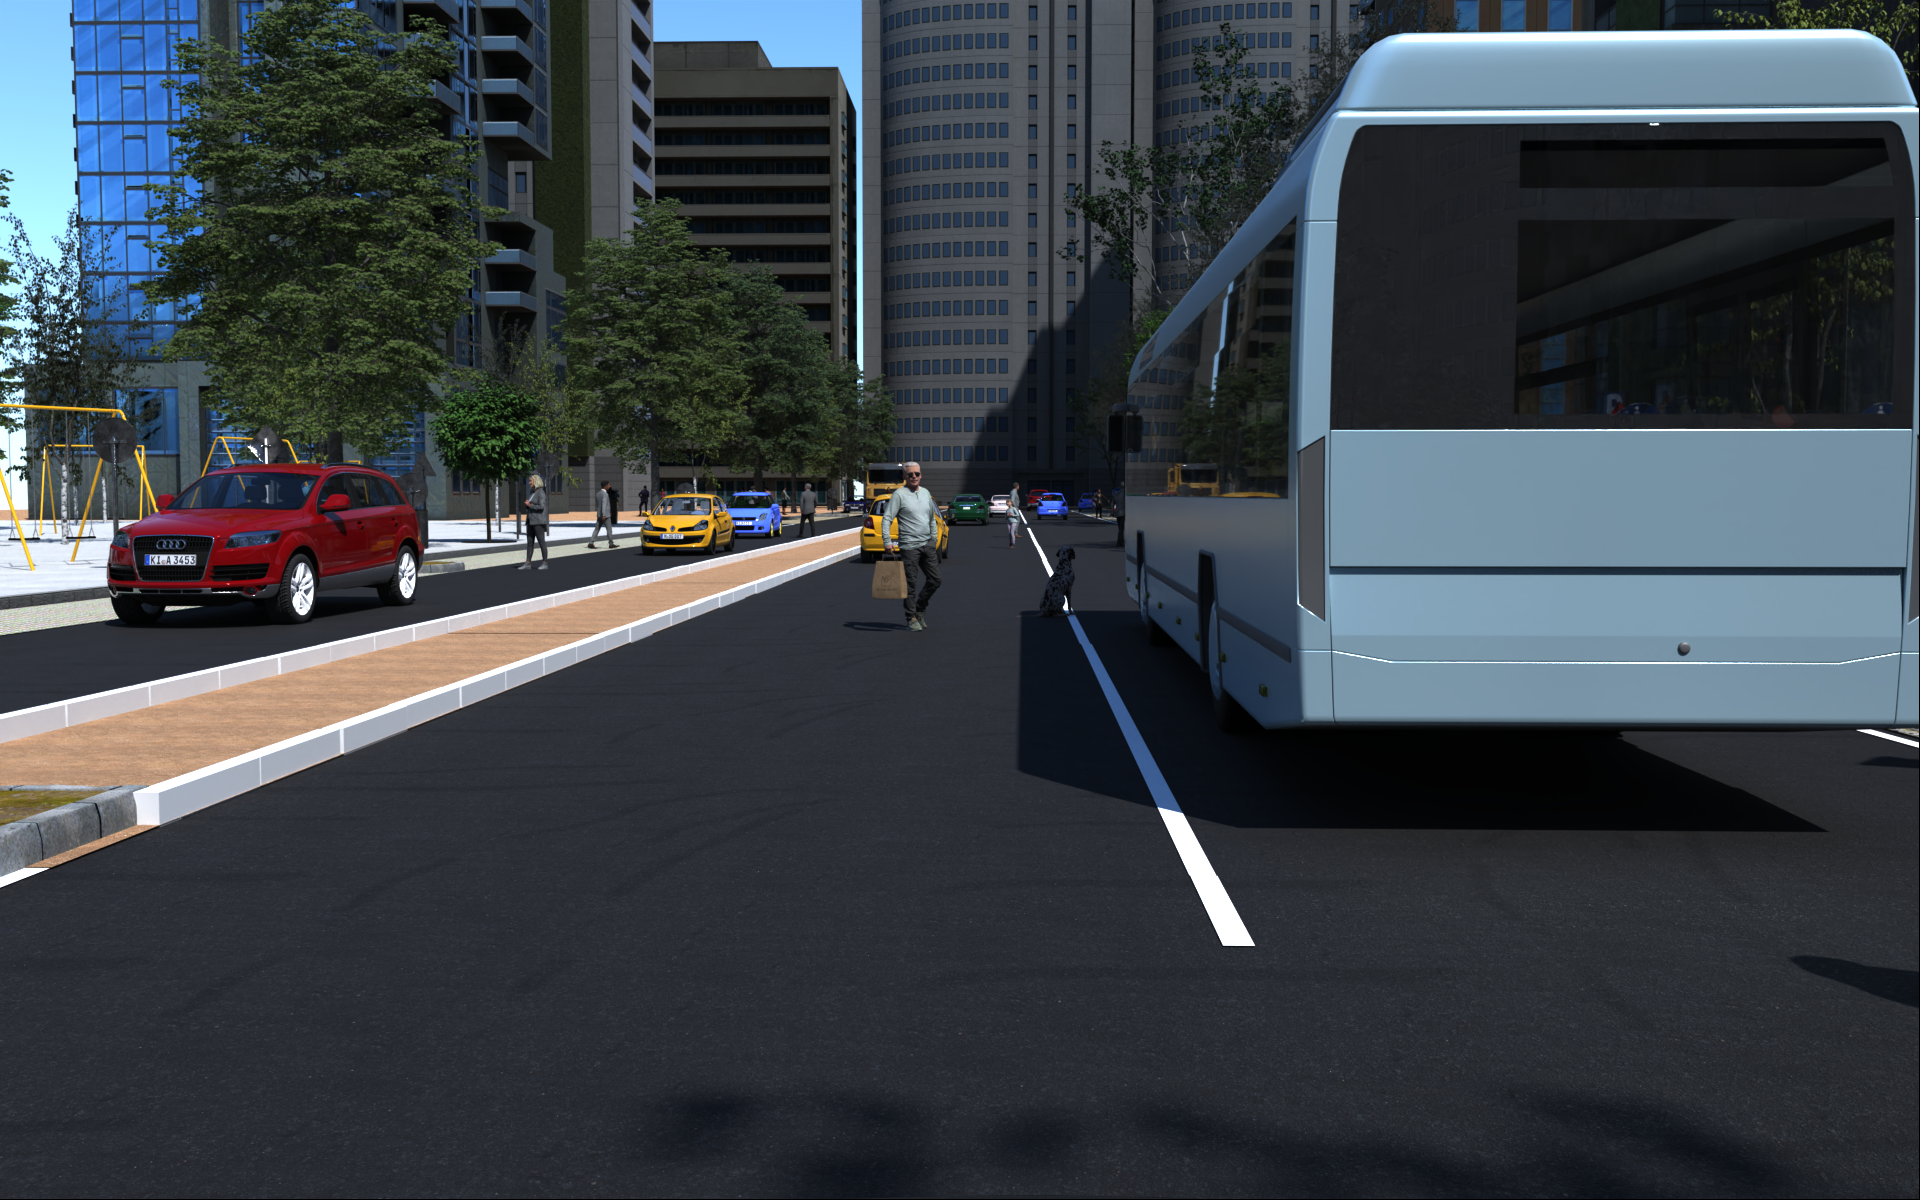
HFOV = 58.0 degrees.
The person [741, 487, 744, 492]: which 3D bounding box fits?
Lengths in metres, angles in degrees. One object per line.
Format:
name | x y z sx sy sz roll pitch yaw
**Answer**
person | -17.268 -8.037 137.410 0.705 1.831 1.348 1 4 20

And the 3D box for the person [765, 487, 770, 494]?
person | -12.492 -6.383 111.116 0.721 1.736 1.217 -3 5 -45

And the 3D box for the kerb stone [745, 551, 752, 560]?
kerb stone | -4.712 -0.944 37.719 0.120 0.150 1.000 0 4 2

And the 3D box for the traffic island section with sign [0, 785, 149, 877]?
traffic island section with sign | -4.562 0.095 6.583 2.006 1.907 1.989 0 4 2

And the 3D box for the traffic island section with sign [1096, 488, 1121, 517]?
traffic island section with sign | 9.727 -6.096 108.301 1.989 1.847 2.006 0 4 2

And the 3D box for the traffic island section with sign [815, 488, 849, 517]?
traffic island section with sign | -7.995 -6.129 108.831 1.989 1.847 2.006 0 4 2

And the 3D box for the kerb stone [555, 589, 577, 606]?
kerb stone | -5.165 -0.008 22.353 0.120 0.150 1.000 0 4 2

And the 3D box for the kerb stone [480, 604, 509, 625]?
kerb stone | -5.254 0.179 19.273 0.120 0.150 1.000 0 4 2

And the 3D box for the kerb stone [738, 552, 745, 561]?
kerb stone | -4.742 -0.886 36.693 0.120 0.150 1.000 0 4 2

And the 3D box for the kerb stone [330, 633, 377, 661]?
kerb stone | -5.378 0.429 15.181 0.120 0.150 1.000 0 4 2

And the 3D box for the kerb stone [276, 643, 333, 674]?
kerb stone | -5.400 0.492 14.154 0.120 0.150 1.000 0 4 2

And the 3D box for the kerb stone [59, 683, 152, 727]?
kerb stone | -5.497 0.680 11.082 0.120 0.150 1.000 0 4 2

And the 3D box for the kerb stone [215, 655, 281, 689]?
kerb stone | -5.438 0.555 13.127 0.120 0.150 1.000 0 4 2

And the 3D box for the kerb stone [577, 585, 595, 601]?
kerb stone | -5.138 -0.071 23.375 0.120 0.150 1.000 0 4 2

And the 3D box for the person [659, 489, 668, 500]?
person | -26.077 -8.880 151.943 1.217 1.743 0.721 0 4 1

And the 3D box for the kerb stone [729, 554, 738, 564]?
kerb stone | -4.774 -0.824 35.671 0.120 0.150 1.000 0 4 2

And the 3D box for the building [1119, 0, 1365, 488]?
building | 32.575 -39.518 188.116 28.212 58.520 21.231 0 4 2

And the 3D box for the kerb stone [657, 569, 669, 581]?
kerb stone | -4.984 -0.380 28.503 0.120 0.150 1.000 0 4 2

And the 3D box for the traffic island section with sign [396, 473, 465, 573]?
traffic island section with sign | -10.253 -1.422 31.873 1.989 1.847 2.006 0 4 2

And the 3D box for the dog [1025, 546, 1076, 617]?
dog | 1.035 -0.216 20.376 0.800 0.831 0.513 -1 4 -13

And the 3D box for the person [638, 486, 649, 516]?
person | -18.191 -5.680 99.352 0.683 1.767 0.568 -3 4 -36

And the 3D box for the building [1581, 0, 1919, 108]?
building | 29.579 -23.068 60.753 14.154 41.232 14.086 0 4 2

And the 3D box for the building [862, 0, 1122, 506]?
building | 3.758 -39.533 188.369 28.212 58.520 21.231 0 4 2

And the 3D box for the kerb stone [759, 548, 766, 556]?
kerb stone | -4.654 -1.075 39.764 0.120 0.150 1.000 0 4 2

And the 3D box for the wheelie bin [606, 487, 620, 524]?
wheelie bin | -14.951 -4.055 74.201 0.693 1.594 0.980 0 4 -6

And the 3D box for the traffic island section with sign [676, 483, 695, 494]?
traffic island section with sign | -9.443 -3.107 59.431 1.989 1.847 2.006 0 4 2

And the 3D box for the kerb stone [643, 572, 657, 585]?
kerb stone | -5.018 -0.322 27.480 0.120 0.150 1.000 0 4 2

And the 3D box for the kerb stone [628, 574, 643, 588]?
kerb stone | -5.054 -0.261 26.457 0.120 0.150 1.000 0 4 2

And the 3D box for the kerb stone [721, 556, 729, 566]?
kerb stone | -4.804 -0.761 34.643 0.120 0.150 1.000 0 4 2

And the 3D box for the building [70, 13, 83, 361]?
building | -59.833 -29.853 138.215 14.200 45.320 14.600 0 4 2

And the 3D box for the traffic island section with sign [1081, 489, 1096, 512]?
traffic island section with sign | 10.542 -7.781 135.841 1.989 1.847 2.006 0 4 2

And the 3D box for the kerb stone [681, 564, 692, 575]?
kerb stone | -4.927 -0.511 30.552 0.120 0.150 1.000 0 4 2

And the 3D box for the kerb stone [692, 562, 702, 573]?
kerb stone | -4.892 -0.567 31.576 0.120 0.150 1.000 0 4 2

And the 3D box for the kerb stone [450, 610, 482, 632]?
kerb stone | -5.281 0.241 18.251 0.120 0.150 1.000 0 4 2

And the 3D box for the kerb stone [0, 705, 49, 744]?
kerb stone | -5.527 0.742 10.058 0.120 0.150 1.000 0 4 2

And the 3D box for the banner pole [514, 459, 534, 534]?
banner pole | -14.087 -4.039 56.060 0.401 3.779 0.863 2 4 35

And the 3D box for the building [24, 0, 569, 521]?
building | -35.536 -47.969 96.959 22.319 86.520 31.000 0 4 2

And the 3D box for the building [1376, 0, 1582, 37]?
building | 33.379 -27.790 104.480 14.600 45.320 14.200 0 4 2

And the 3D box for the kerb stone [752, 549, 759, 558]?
kerb stone | -4.680 -1.011 38.741 0.120 0.150 1.000 0 4 2

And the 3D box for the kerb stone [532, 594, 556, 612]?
kerb stone | -5.196 0.054 21.321 0.120 0.150 1.000 0 4 2

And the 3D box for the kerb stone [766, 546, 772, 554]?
kerb stone | -4.622 -1.137 40.791 0.120 0.150 1.000 0 4 2

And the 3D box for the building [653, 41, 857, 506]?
building | -22.682 -34.619 189.730 21.600 48.544 21.300 0 4 2

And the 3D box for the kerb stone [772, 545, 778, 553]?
kerb stone | -4.590 -1.200 41.819 0.120 0.150 1.000 0 4 2

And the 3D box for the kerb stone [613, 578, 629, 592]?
kerb stone | -5.075 -0.198 25.434 0.120 0.150 1.000 0 4 2

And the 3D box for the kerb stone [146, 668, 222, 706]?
kerb stone | -5.467 0.617 12.104 0.120 0.150 1.000 0 4 2

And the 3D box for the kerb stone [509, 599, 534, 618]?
kerb stone | -5.221 0.116 20.299 0.120 0.150 1.000 0 4 2

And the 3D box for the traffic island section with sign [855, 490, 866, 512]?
traffic island section with sign | -7.185 -7.777 135.774 1.989 1.847 2.006 0 4 2

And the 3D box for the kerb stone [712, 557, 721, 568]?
kerb stone | -4.832 -0.699 33.620 0.120 0.150 1.000 0 4 2

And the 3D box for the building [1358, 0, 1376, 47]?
building | 37.679 -49.724 125.664 22.319 86.520 31.000 0 4 2

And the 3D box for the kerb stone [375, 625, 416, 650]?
kerb stone | -5.349 0.366 16.208 0.120 0.150 1.000 0 4 2

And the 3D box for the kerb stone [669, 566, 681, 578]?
kerb stone | -4.956 -0.442 29.525 0.120 0.150 1.000 0 4 2

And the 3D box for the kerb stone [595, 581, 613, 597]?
kerb stone | -5.102 -0.136 24.412 0.120 0.150 1.000 0 4 2

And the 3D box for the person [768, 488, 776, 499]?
person | -16.352 -8.651 147.487 1.348 1.824 0.705 1 4 17

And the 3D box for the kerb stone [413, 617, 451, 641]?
kerb stone | -5.311 0.304 17.230 0.120 0.150 1.000 0 4 2

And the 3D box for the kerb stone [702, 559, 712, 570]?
kerb stone | -4.868 -0.632 32.598 0.120 0.150 1.000 0 4 2

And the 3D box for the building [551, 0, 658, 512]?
building | -38.407 -36.181 133.562 28.212 58.520 21.231 0 4 2
